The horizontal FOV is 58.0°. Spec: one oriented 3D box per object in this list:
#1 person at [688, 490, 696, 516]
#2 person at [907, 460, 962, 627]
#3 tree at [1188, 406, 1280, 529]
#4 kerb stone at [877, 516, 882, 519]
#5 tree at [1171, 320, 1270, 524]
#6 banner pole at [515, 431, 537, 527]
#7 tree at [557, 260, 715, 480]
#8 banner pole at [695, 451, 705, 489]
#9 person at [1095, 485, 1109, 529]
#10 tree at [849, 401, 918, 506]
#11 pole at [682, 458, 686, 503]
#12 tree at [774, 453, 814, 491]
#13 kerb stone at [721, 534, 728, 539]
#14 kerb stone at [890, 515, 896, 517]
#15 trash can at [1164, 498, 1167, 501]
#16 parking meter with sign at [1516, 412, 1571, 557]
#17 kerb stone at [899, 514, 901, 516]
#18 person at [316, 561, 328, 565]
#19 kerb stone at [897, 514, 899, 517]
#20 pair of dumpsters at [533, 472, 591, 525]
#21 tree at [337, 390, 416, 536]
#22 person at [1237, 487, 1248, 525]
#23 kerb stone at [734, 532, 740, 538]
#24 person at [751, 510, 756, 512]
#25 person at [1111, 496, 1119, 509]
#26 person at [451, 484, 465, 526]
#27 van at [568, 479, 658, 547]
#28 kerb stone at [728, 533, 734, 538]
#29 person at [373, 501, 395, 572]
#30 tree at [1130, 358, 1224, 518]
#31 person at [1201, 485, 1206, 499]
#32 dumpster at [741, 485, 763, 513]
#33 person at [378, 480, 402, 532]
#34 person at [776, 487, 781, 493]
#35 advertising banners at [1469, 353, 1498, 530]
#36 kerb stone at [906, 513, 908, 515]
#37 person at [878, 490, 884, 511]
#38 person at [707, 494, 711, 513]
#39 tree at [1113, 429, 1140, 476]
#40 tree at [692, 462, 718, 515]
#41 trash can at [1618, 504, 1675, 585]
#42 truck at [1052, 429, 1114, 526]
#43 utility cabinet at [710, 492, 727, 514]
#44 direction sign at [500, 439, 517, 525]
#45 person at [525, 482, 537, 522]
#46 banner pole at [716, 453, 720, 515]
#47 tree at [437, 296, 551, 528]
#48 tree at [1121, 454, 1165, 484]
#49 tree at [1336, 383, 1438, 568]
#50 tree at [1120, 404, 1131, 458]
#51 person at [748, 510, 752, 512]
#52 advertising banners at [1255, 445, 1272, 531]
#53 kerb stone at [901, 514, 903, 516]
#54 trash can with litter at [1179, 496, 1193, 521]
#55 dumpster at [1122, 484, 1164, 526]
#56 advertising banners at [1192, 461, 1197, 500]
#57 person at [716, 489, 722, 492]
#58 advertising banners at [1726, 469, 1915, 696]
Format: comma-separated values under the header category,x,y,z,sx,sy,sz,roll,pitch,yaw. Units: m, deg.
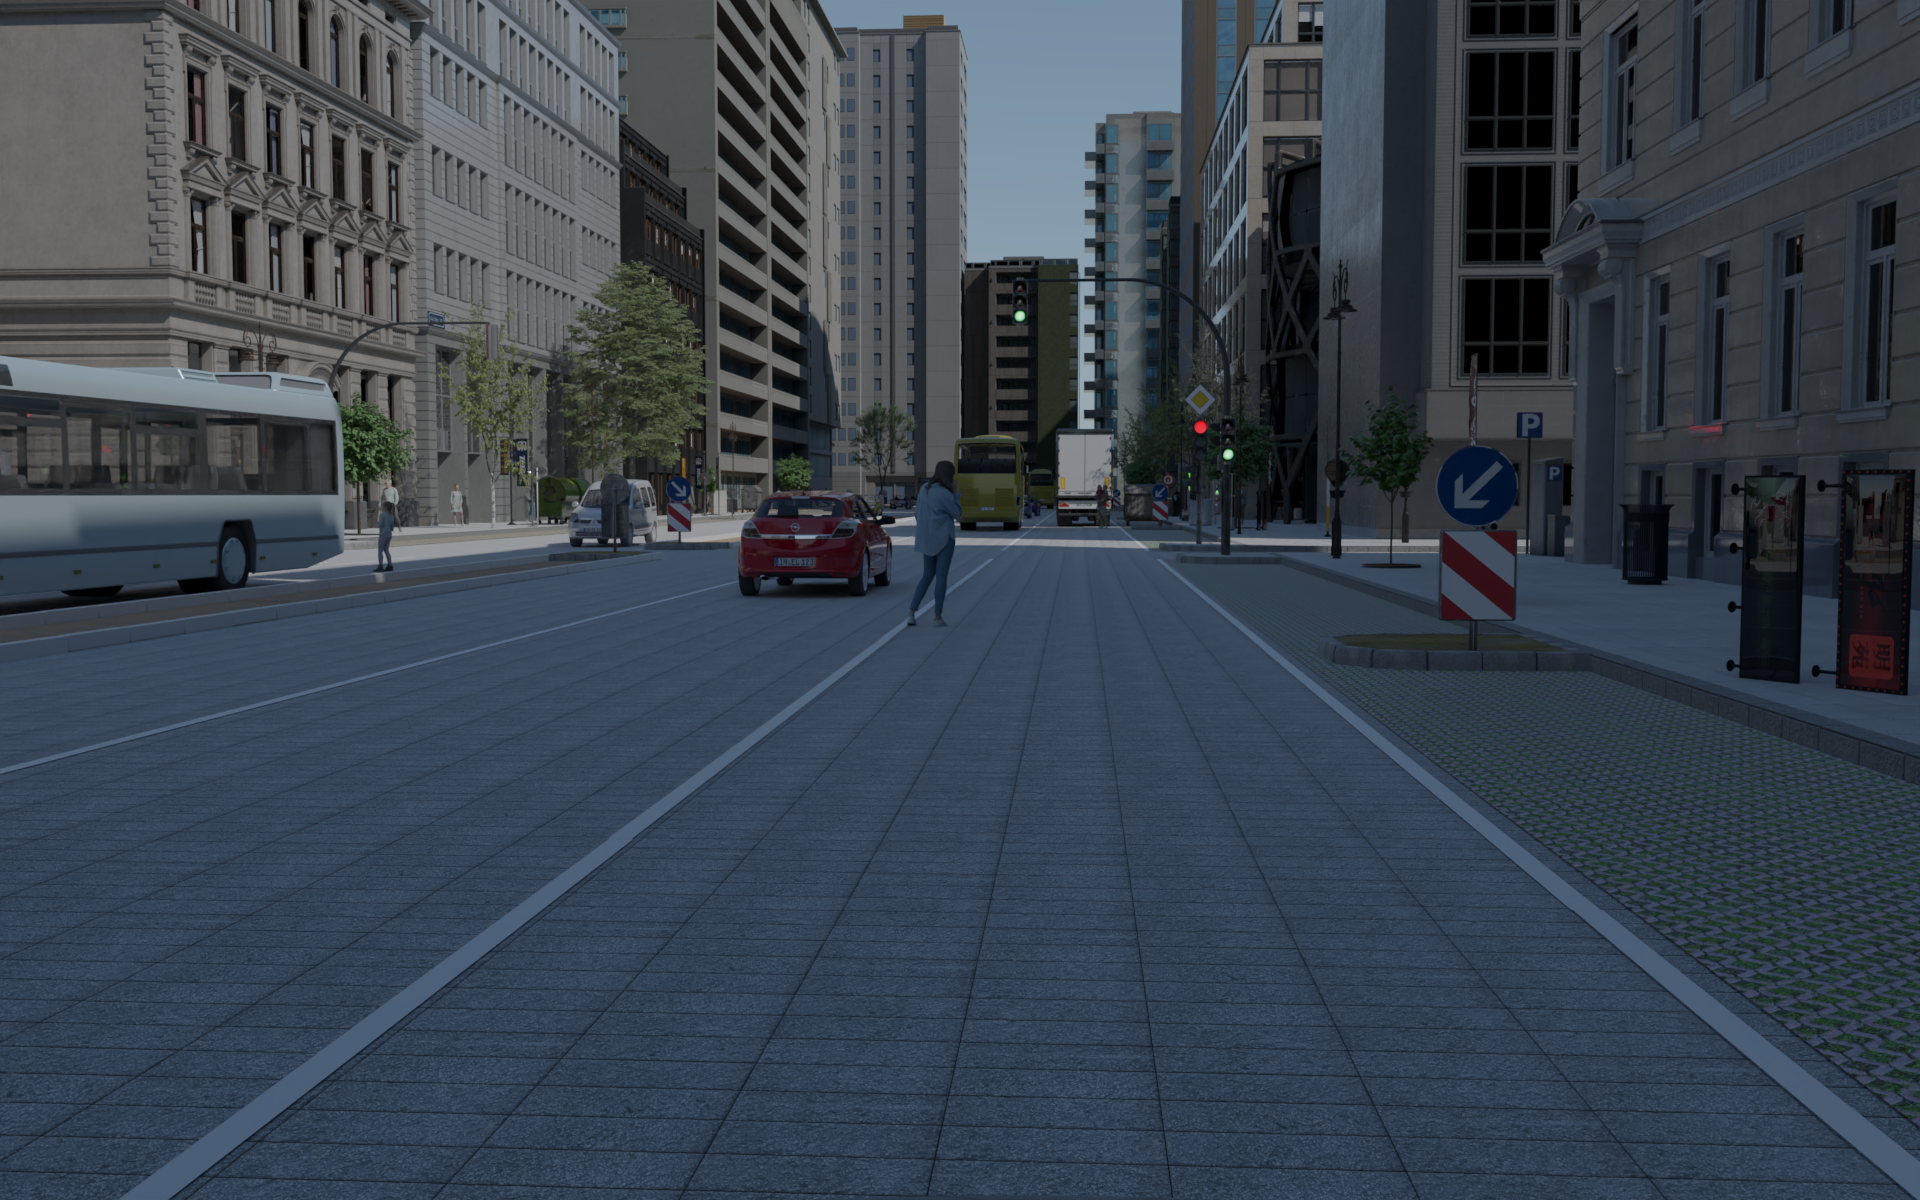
category,x,y,z,sx,sy,sz,roll,pitch,yaw
person,-15.400,-5.679,99.003,0.694,1.812,0.767,2,4,26
person,-0.290,-0.610,18.738,0.793,1.790,0.793,1,4,15
tree,10.278,-4.968,64.933,4.285,4.588,4.351,0,3,0
kerb stone,-4.502,-4.742,99.720,0.120,0.150,1.000,0,4,4
tree,10.802,-7.492,72.856,4.360,8.622,3.978,0,3,0
banner pole,-17.149,-4.800,68.491,0.863,3.779,0.401,1,4,9
tree,-15.651,-10.185,84.646,7.486,12.596,7.792,0,3,0
banner pole,-15.113,-6.793,101.088,0.863,3.779,0.401,2,4,26
person,5.897,-3.882,71.943,0.580,1.828,0.573,1,4,11
tree,-8.620,-16.362,193.266,9.928,11.665,9.643,0,3,0
pole,-15.678,-6.391,98.340,0.158,3.312,0.155,0,3,0
tree,-13.084,-9.364,136.815,4.285,4.588,4.351,0,3,0
kerb stone,-7.575,-1.982,54.722,0.120,0.150,1.000,0,4,4
kerb stone,-4.157,-5.053,104.836,0.120,0.150,1.000,0,4,4
trash can,12.083,-5.472,101.115,0.748,1.137,0.748,0,3,0
parking meter with sign,12.227,-2.439,36.131,0.543,3.016,1.738,0,4,-7
kerb stone,-3.943,-5.238,107.901,0.120,0.150,1.000,0,4,4
person,-13.090,-1.567,35.117,0.522,1.701,0.512,-2,4,-25
kerb stone,-4.007,-5.180,106.880,0.120,0.150,1.000,0,4,4
pair of dumpsters,-16.908,-4.360,73.780,1.574,2.255,4.437,0,4,4
tree,-18.894,-4.307,54.132,4.285,4.588,4.351,0,3,0
person,11.628,-4.002,71.661,0.537,1.800,0.526,2,4,29
kerb stone,-7.438,-2.109,56.762,0.120,0.150,1.000,0,4,4
person,-14.693,-7.158,123.041,0.705,1.831,1.348,0,4,3
person,14.094,-9.180,159.275,1.217,1.739,0.721,1,4,19
person,-20.059,-3.792,69.040,0.512,1.701,0.522,-2,4,-35
van,-9.651,-2.524,48.277,2.013,2.044,4.112,0,4,4
kerb stone,-7.509,-2.052,55.742,0.120,0.150,1.000,0,4,4
person,-10.629,-1.171,31.929,0.394,1.301,0.425,0,4,2
tree,11.818,-8.608,91.102,4.737,8.622,4.395,0,3,0
person,14.546,-5.960,103.612,0.853,1.813,0.709,-2,4,-24
dumpster,-14.076,-6.801,116.959,1.264,1.857,1.865,0,4,4
person,-19.201,-3.160,58.189,0.782,1.767,0.515,1,4,9
person,-14.971,-8.360,142.708,0.705,1.826,1.348,3,5,43
advertising banners,6.331,-1.518,21.013,0.090,3.025,2.074,1,4,9
kerb stone,-3.663,-5.491,111.993,0.120,0.150,1.000,0,4,4
person,-6.810,-8.558,149.099,0.551,1.740,0.621,-1,4,-12
person,-17.232,-6.590,118.460,0.373,1.253,0.362,1,4,19
tree,18.818,-14.970,195.119,4.360,8.622,3.978,0,3,0
tree,-15.367,-6.836,106.362,1.663,3.219,1.824,0,3,0
trash can,9.740,-0.792,24.603,0.748,1.137,0.748,0,3,0
truck,5.652,-5.569,79.965,2.839,4.237,11.283,0,4,3
utility cabinet,-15.180,-6.130,108.911,0.318,1.500,1.173,3,4,36
direction sign,-18.557,-4.868,71.585,0.876,3.537,0.379,0,4,6
person,-19.491,-4.471,79.132,0.713,1.824,0.794,0,4,0
banner pole,-14.631,-7.010,104.634,0.401,3.779,0.863,-1,4,-22
tree,-17.357,-6.971,64.339,4.737,8.622,4.395,0,3,0
tree,15.654,-10.177,150.114,4.285,4.588,4.351,0,3,0
tree,7.422,-2.183,30.292,1.663,3.219,1.824,0,3,0
tree,12.639,-9.898,112.192,4.737,8.622,4.395,0,3,0
person,-15.195,-7.199,124.572,0.721,1.723,1.217,-1,4,-21
advertising banners,10.820,-3.998,61.556,0.090,3.025,2.074,2,4,24
kerb stone,-3.874,-5.298,108.921,0.120,0.150,1.000,0,4,4
trash can with litter,11.007,-4.358,82.641,1.055,1.170,0.624,1,4,22
dumpster,8.126,-4.178,76.533,1.865,1.857,1.264,0,4,2
advertising banners,10.566,-5.010,78.107,0.090,3.025,2.074,1,4,15
person,-15.579,-6.478,111.319,0.474,1.900,0.648,3,5,40
advertising banners,5.896,-0.916,11.166,0.090,3.025,2.074,-2,4,-28
